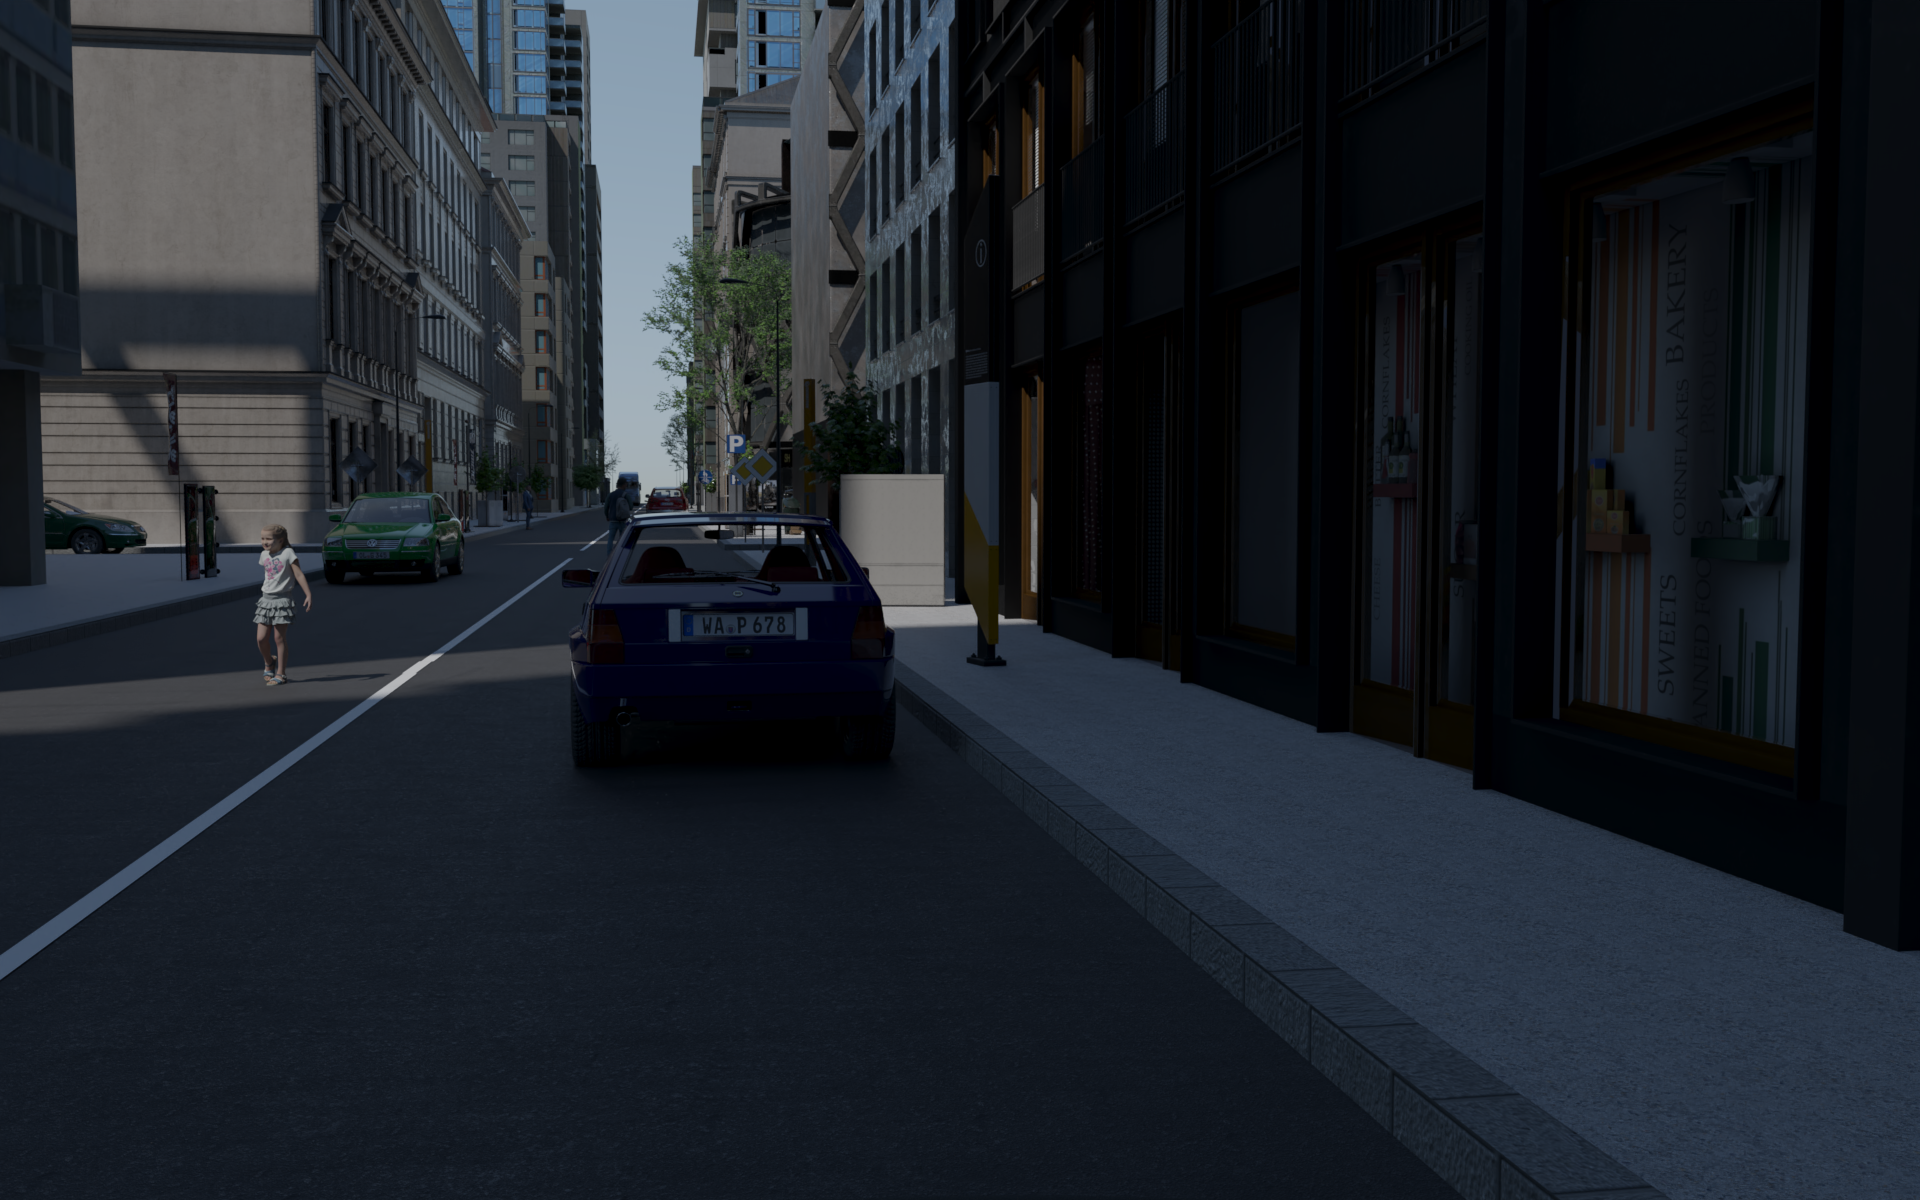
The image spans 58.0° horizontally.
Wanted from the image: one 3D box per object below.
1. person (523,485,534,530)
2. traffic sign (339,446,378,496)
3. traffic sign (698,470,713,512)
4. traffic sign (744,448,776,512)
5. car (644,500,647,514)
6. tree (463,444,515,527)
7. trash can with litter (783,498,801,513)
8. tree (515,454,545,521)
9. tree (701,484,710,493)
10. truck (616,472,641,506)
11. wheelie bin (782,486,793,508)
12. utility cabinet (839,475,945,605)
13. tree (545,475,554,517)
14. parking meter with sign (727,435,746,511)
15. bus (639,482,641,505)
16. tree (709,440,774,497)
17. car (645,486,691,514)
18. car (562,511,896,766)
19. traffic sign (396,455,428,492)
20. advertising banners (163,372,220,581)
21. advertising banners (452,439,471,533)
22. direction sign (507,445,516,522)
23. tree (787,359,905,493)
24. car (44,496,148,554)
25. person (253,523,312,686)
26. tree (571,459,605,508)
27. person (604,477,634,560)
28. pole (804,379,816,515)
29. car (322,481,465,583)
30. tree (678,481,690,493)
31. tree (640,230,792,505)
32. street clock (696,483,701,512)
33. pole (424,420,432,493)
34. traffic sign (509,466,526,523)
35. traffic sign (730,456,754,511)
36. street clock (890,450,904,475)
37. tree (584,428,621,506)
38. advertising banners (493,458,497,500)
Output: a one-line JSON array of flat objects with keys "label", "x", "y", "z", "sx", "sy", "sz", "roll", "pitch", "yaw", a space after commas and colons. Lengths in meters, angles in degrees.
[{"label": "person", "x": -17.453, "y": -3.749, "z": 69.983, "sx": 0.419, "sy": 1.800, "sz": 0.721, "roll": 0, "pitch": 3, "yaw": 0}, {"label": "traffic sign", "x": -12.634, "y": -2.004, "z": 36.402, "sx": 0.795, "sy": 2.450, "sz": 0.064, "roll": -1, "pitch": 4, "yaw": -10}, {"label": "traffic sign", "x": -13.240, "y": -5.505, "z": 90.109, "sx": 0.768, "sy": 2.556, "sz": 0.104, "roll": 0, "pitch": 4, "yaw": -1}, {"label": "traffic sign", "x": -4.309, "y": -2.090, "z": 37.816, "sx": 0.795, "sy": 2.450, "sz": 0.064, "roll": -1, "pitch": 4, "yaw": -10}, {"label": "car", "x": -18.970, "y": -6.104, "z": 109.594, "sx": 2.009, "sy": 1.686, "sz": 4.222, "roll": -1, "pitch": 4, "yaw": -9}, {"label": "tree", "x": -18.385, "y": -4.445, "z": 67.278, "sx": 1.663, "sy": 3.219, "sz": 1.824, "roll": 0, "pitch": 3, "yaw": 0}, {"label": "trash can with litter", "x": -5.194, "y": -2.636, "z": 54.493, "sx": 0.624, "sy": 1.170, "sz": 1.055, "roll": -1, "pitch": 4, "yaw": -21}, {"label": "tree", "x": -21.031, "y": -5.372, "z": 82.426, "sx": 1.663, "sy": 3.219, "sz": 1.824, "roll": 0, "pitch": 3, "yaw": 0}, {"label": "tree", "x": -17.541, "y": -7.771, "z": 121.654, "sx": 1.663, "sy": 3.219, "sz": 1.824, "roll": 0, "pitch": 3, "yaw": 0}, {"label": "truck", "x": -40.846, "y": -13.707, "z": 213.861, "sx": 2.967, "sy": 4.110, "sz": 18.799, "roll": -1, "pitch": 4, "yaw": -10}, {"label": "wheelie bin", "x": -6.700, "y": -3.771, "z": 69.565, "sx": 0.980, "sy": 1.594, "sz": 0.693, "roll": 1, "pitch": 4, "yaw": 16}, {"label": "utility cabinet", "x": -0.761, "y": -0.680, "z": 19.790, "sx": 1.173, "sy": 1.500, "sz": 0.318, "roll": 0, "pitch": 4, "yaw": 2}, {"label": "tree", "x": -23.054, "y": -6.136, "z": 94.929, "sx": 1.663, "sy": 3.219, "sz": 1.824, "roll": 0, "pitch": 3, "yaw": 0}, {"label": "parking meter with sign", "x": -6.656, "y": -3.386, "z": 51.624, "sx": 0.543, "sy": 3.016, "sz": 1.738, "roll": 0, "pitch": 4, "yaw": -7}, {"label": "bus", "x": -44.528, "y": -14.639, "z": 234.204, "sx": 2.948, "sy": 3.499, "sz": 13.247, "roll": -1, "pitch": 4, "yaw": -10}, {"label": "tree", "x": -7.588, "y": -4.101, "z": 61.652, "sx": 1.663, "sy": 3.219, "sz": 1.824, "roll": 0, "pitch": 3, "yaw": 0}, {"label": "car", "x": -14.526, "y": -4.741, "z": 86.182, "sx": 2.281, "sy": 1.827, "sz": 5.304, "roll": -1, "pitch": 4, "yaw": -9}, {"label": "car", "x": -1.456, "y": 0.122, "z": 10.585, "sx": 1.945, "sy": 1.354, "sz": 3.894, "roll": -1, "pitch": 4, "yaw": -10}, {"label": "traffic sign", "x": -13.995, "y": -2.485, "z": 44.271, "sx": 0.795, "sy": 2.450, "sz": 0.064, "roll": -1, "pitch": 4, "yaw": -10}, {"label": "advertising banners", "x": -11.478, "y": -1.815, "z": 25.864, "sx": 0.090, "sy": 3.025, "sz": 2.074, "roll": 0, "pitch": 4, "yaw": -5}, {"label": "advertising banners", "x": -16.225, "y": -3.678, "z": 56.322, "sx": 0.090, "sy": 3.025, "sz": 2.074, "roll": 0, "pitch": 4, "yaw": -2}, {"label": "direction sign", "x": -20.626, "y": -5.354, "z": 79.527, "sx": 0.379, "sy": 3.537, "sz": 0.876, "roll": -1, "pitch": 4, "yaw": -17}, {"label": "tree", "x": -1.665, "y": -1.851, "z": 24.873, "sx": 1.663, "sy": 3.219, "sz": 1.824, "roll": 0, "pitch": 3, "yaw": 0}, {"label": "car", "x": -21.330, "y": -1.713, "z": 39.800, "sx": 4.920, "sy": 1.459, "sz": 2.131, "roll": -1, "pitch": 4, "yaw": -9}, {"label": "person", "x": -5.095, "y": 0.026, "z": 13.093, "sx": 0.505, "sy": 1.210, "sz": 0.382, "roll": 1, "pitch": 4, "yaw": 12}, {"label": "tree", "x": -34.573, "y": -10.832, "z": 160.814, "sx": 4.285, "sy": 4.588, "sz": 4.351, "roll": 0, "pitch": 3, "yaw": 0}, {"label": "person", "x": -7.170, "y": -1.685, "z": 36.397, "sx": 0.623, "sy": 1.781, "sz": 0.721, "roll": -1, "pitch": 4, "yaw": -8}, {"label": "pole", "x": -2.662, "y": -2.256, "z": 30.721, "sx": 0.158, "sy": 3.312, "sz": 0.155, "roll": 0, "pitch": 3, "yaw": 0}, {"label": "car", "x": -9.566, "y": -1.262, "z": 29.425, "sx": 1.959, "sy": 1.807, "sz": 4.718, "roll": -1, "pitch": 4, "yaw": -8}, {"label": "tree", "x": -35.270, "y": -13.844, "z": 220.951, "sx": 1.663, "sy": 3.219, "sz": 1.824, "roll": 0, "pitch": 3, "yaw": 0}, {"label": "tree", "x": -8.781, "y": -8.751, "z": 68.840, "sx": 9.928, "sy": 11.665, "sz": 9.643, "roll": 0, "pitch": 3, "yaw": 0}, {"label": "street clock", "x": -16.928, "y": -6.568, "z": 111.960, "sx": 0.358, "sy": 2.002, "sz": 0.471, "roll": 0, "pitch": 4, "yaw": -3}, {"label": "pole", "x": -14.663, "y": -3.299, "z": 47.786, "sx": 0.158, "sy": 3.312, "sz": 0.155, "roll": 0, "pitch": 3, "yaw": 0}, {"label": "traffic sign", "x": -19.928, "y": -4.765, "z": 78.014, "sx": 0.768, "sy": 2.556, "sz": 0.104, "roll": 0, "pitch": 4, "yaw": -6}, {"label": "traffic sign", "x": -5.670, "y": -2.571, "z": 45.685, "sx": 0.795, "sy": 2.450, "sz": 0.064, "roll": -1, "pitch": 4, "yaw": -10}, {"label": "street clock", "x": -1.065, "y": -1.365, "z": 26.882, "sx": 0.358, "sy": 2.002, "sz": 0.471, "roll": 2, "pitch": 4, "yaw": 25}, {"label": "tree", "x": -40.044, "y": -14.861, "z": 193.344, "sx": 4.360, "sy": 8.622, "sz": 3.978, "roll": 0, "pitch": 3, "yaw": 0}, {"label": "advertising banners", "x": -19.210, "y": -4.611, "z": 71.578, "sx": 0.090, "sy": 3.025, "sz": 2.074, "roll": -1, "pitch": 4, "yaw": -16}]
